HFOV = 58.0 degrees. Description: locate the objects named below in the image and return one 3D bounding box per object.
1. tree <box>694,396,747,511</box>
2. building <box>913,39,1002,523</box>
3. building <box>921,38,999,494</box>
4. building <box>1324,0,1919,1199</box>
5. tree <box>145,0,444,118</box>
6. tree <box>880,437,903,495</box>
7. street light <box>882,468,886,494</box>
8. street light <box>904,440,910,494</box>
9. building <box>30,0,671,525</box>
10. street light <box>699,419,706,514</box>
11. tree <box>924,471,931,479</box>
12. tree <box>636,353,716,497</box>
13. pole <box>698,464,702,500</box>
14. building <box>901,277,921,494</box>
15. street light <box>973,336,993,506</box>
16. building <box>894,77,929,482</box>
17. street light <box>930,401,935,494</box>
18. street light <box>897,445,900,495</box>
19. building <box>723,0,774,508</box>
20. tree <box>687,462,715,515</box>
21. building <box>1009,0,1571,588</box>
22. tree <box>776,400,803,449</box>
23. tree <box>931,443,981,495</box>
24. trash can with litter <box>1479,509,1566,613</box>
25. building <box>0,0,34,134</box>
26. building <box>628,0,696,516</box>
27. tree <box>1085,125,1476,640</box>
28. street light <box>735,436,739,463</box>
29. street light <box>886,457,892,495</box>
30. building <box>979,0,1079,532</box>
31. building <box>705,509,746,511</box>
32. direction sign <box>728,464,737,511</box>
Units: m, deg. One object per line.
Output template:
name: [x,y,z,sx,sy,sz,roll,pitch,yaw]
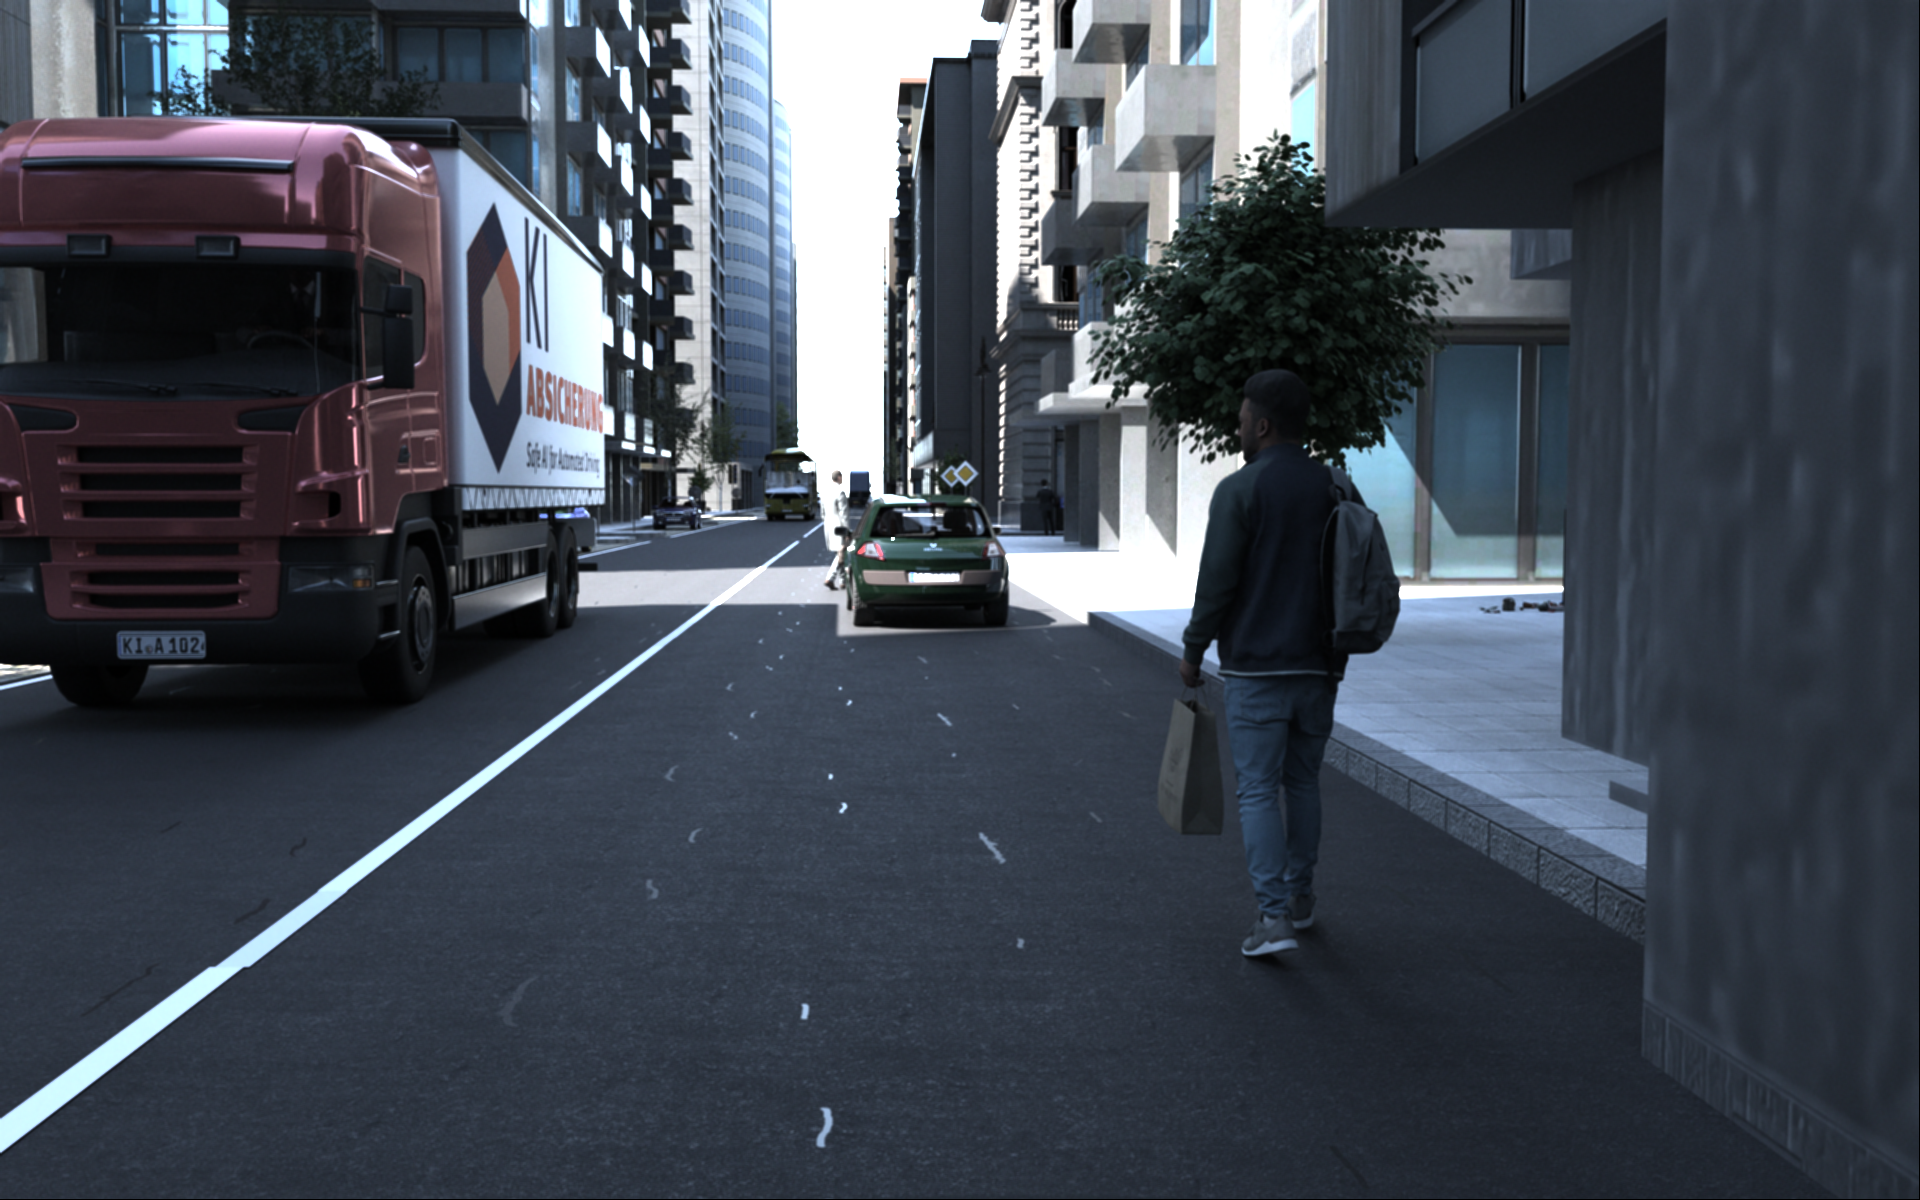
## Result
tree: [-17.778,-10.885,128.325,4.737,8.622,4.395,0,3,0]
building: [5.133,-16.563,89.872,14.314,24.678,30.058,0,4,-3]
building: [3.166,-20.920,119.529,11.434,29.767,29.804,0,4,-3]
building: [8.649,-19.672,5.236,14.154,41.232,14.086,0,4,-3]
tree: [-12.494,-5.996,32.444,8.767,10.594,7.601,1,4,15]
tree: [-8.013,-16.541,220.802,4.360,8.622,3.978,0,3,0]
street light: [-10.371,-16.572,243.732,0.468,5.910,1.993,0,4,-3]
street light: [-4.089,-9.845,133.761,0.468,5.910,1.993,0,4,-3]
building: [-25.014,-27.620,71.198,23.786,49.044,30.456,0,4,-3]
street light: [-15.850,-8.200,106.854,0.468,5.910,1.993,0,4,-3]
tree: [-0.466,-4.791,72.935,1.663,3.219,1.824,0,3,0]
tree: [-15.099,-8.615,91.219,4.360,8.622,3.978,0,3,0]
pole: [-17.559,-7.526,116.887,0.158,3.312,0.155,0,3,0]
building: [9.007,-18.838,153.036,27.650,21.520,28.899,0,4,-3]
street light: [0.671,-4.764,50.685,0.468,5.910,1.993,0,4,-3]
building: [4.332,-32.219,181.398,22.147,44.769,28.867,0,4,-3]
street light: [-1.276,-6.908,85.728,0.468,5.910,1.993,0,4,-3]
street light: [-5.720,-11.553,161.676,0.468,5.910,1.993,0,4,-3]
building: [-29.118,-38.255,167.468,21.231,58.520,28.212,0,4,-3]
tree: [-15.648,-6.739,104.792,1.663,3.219,1.824,0,3,0]
building: [13.591,-25.439,35.541,23.786,49.044,30.456,0,4,-3]
tree: [-22.576,-17.827,209.592,7.486,12.596,7.792,0,3,0]
tree: [-0.039,-4.342,65.587,1.663,3.219,1.824,0,3,0]
trash can with litter: [6.580,-0.506,19.325,2.233,1.210,1.678,-2,4,-26]
building: [-37.571,-27.112,32.527,27.495,52.752,28.713,0,4,-3]
building: [-28.585,-27.777,108.778,22.147,44.769,28.867,0,4,-3]
tree: [2.901,-1.944,15.504,4.285,4.588,4.351,0,3,0]
street light: [-17.390,-9.942,135.343,0.468,5.910,1.993,0,4,-3]
street light: [-8.409,-14.514,210.097,0.468,5.910,1.993,0,4,-3]
building: [11.024,-14.370,63.828,19.941,23.489,11.050,0,4,-3]
building: [-27.822,-43.061,142.305,20.563,71.187,20.611,0,4,-3]
direction sign: [-17.317,-8.564,132.010,0.379,3.537,0.876,3,4,37]
